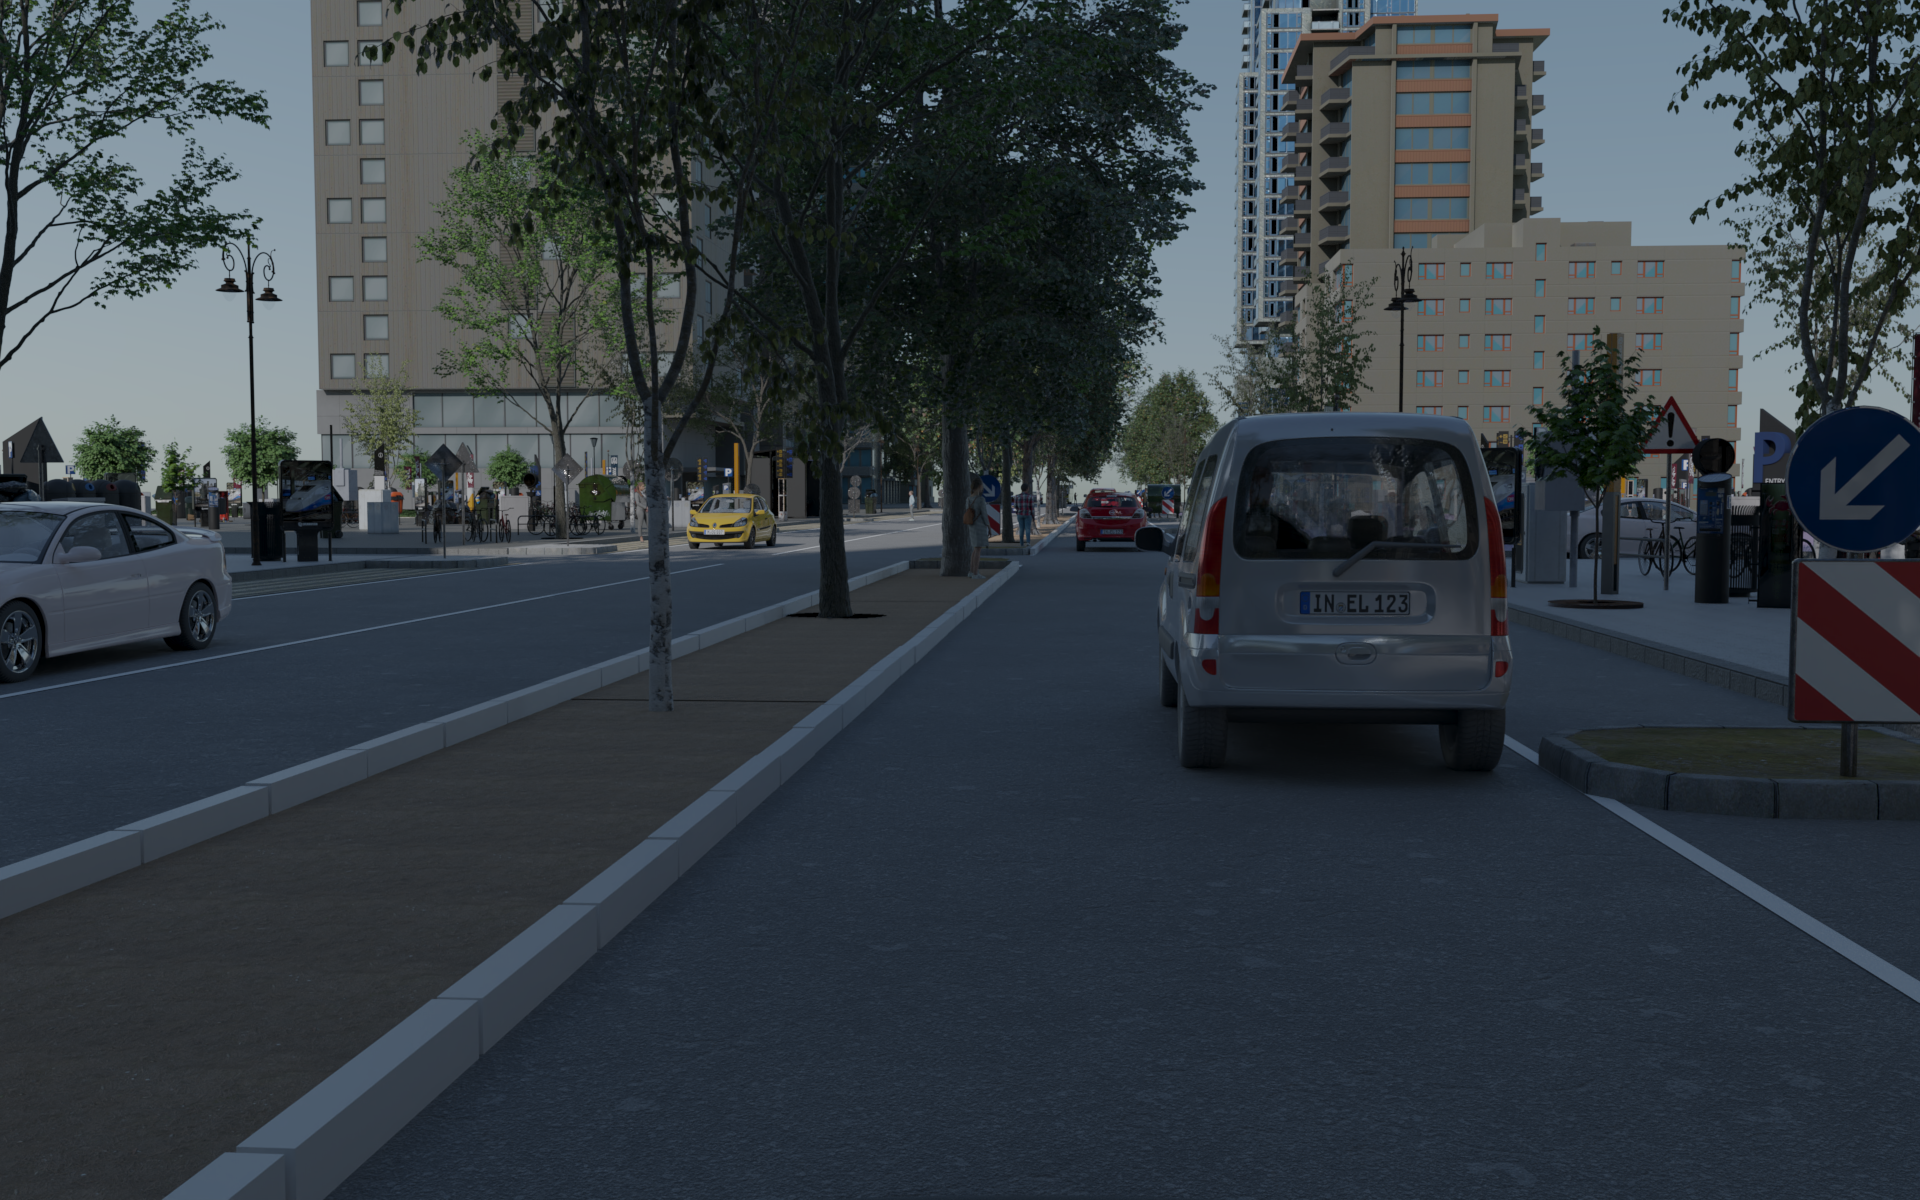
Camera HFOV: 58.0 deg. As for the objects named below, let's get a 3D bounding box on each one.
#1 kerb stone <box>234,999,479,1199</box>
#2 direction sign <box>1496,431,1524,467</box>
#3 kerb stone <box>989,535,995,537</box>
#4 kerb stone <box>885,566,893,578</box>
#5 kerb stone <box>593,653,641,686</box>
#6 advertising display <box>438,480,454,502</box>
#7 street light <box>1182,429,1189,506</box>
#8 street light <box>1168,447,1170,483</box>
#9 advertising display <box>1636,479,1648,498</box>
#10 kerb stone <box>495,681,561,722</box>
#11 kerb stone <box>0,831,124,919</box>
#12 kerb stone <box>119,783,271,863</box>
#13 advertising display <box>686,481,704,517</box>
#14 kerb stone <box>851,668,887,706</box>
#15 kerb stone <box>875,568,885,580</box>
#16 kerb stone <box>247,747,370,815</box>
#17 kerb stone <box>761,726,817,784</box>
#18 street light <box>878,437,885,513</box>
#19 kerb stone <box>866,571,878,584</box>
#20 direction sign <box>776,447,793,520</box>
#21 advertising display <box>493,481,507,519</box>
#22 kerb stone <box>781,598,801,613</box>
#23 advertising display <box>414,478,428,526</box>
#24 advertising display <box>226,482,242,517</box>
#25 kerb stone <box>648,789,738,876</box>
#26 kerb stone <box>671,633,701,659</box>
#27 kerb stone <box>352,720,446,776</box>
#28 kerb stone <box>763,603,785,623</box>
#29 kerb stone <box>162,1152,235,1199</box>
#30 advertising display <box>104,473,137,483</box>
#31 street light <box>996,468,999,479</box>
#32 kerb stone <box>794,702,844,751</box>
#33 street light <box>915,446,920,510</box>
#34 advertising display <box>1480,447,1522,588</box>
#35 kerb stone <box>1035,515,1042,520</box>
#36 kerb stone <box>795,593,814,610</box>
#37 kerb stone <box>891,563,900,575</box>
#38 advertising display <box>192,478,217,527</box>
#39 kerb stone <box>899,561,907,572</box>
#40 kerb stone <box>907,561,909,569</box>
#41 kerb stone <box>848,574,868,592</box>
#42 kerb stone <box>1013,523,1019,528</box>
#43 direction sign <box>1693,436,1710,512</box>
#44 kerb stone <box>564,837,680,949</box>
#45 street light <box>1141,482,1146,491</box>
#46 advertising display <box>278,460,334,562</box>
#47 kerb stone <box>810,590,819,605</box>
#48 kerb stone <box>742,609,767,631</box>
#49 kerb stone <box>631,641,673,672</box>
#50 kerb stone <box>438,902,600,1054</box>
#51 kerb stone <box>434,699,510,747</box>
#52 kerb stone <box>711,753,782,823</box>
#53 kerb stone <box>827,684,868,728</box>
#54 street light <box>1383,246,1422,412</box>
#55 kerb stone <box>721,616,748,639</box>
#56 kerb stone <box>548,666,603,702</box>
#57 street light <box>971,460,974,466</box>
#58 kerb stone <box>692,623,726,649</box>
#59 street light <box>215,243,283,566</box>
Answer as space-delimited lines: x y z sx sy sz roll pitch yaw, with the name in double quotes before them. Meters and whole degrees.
"kerb stone" -1.322 1.119 3.900 0.120 0.150 1.000 0 4 5
"direction sign" 19.781 -4.296 62.235 0.876 3.537 0.379 1 4 12
"kerb stone" 1.168 -2.295 59.808 0.120 0.150 1.000 0 4 5
"kerb stone" -1.312 -0.456 29.657 0.120 0.150 1.000 0 4 5
"kerb stone" -2.660 0.545 13.286 0.120 0.150 1.000 0 4 5
"advertising display" -23.598 -4.545 79.528 0.123 1.923 0.974 1 4 22
"street light" 15.595 -9.012 120.126 0.468 5.910 1.993 0 4 5
"street light" 17.432 -10.480 144.139 0.468 5.910 1.993 0 4 5
"advertising display" 28.827 -4.159 73.208 0.123 1.923 0.974 0 4 1
"kerb stone" -2.824 0.670 11.248 0.120 0.150 1.000 0 4 5
"kerb stone" -3.243 0.992 6.150 0.120 0.150 1.000 0 4 5
"kerb stone" -3.160 0.929 7.168 0.120 0.150 1.000 0 4 5
"advertising display" -13.452 -5.063 87.998 0.974 1.923 0.123 -3 4 -37
"kerb stone" -0.649 0.619 12.083 0.120 0.150 1.000 0 4 5
"kerb stone" -1.398 -0.394 28.639 0.120 0.150 1.000 0 4 5
"kerb stone" -3.073 0.857 8.186 0.120 0.150 1.000 0 4 5
"kerb stone" -0.898 0.810 9.022 0.120 0.150 1.000 0 4 5
"street light" -5.410 -8.946 119.057 0.468 5.910 1.993 0 4 5
"kerb stone" -1.480 -0.332 27.616 0.120 0.150 1.000 0 4 5
"direction sign" -8.552 -5.653 84.418 0.876 3.537 0.379 -2 4 -32
"advertising display" -23.637 -5.122 88.961 0.974 1.923 0.123 3 4 37
"kerb stone" -2.060 0.106 20.455 0.120 0.150 1.000 0 4 5
"advertising display" -21.369 -3.882 68.680 0.123 1.923 0.974 -3 5 -41
"advertising display" -39.876 -5.504 95.200 0.974 1.923 0.123 1 4 20
"kerb stone" -1.068 0.931 6.976 0.120 0.150 1.000 0 4 5
"kerb stone" -2.490 0.428 15.340 0.120 0.150 1.000 0 4 5
"kerb stone" -2.995 0.794 9.208 0.120 0.150 1.000 0 4 5
"kerb stone" -2.149 0.171 19.437 0.120 0.150 1.000 0 4 5
"kerb stone" -1.413 1.182 2.876 0.120 0.150 1.000 0 4 5
"advertising display" -25.444 -2.894 52.530 0.123 1.923 0.974 2 4 34
"street light" 5.422 -16.954 249.992 0.468 5.910 1.993 0 4 5
"kerb stone" -0.820 0.743 10.045 0.120 0.150 1.000 0 4 5
"street light" -3.467 -10.375 142.416 0.468 5.910 1.993 0 4 5
"advertising display" 7.350 -1.154 24.086 0.123 1.923 0.974 -3 4 -37
"kerb stone" 4.617 -4.858 101.706 0.120 0.150 1.000 0 4 5
"kerb stone" -1.989 0.044 21.482 0.120 0.150 1.000 0 4 5
"kerb stone" -1.228 -0.516 30.676 0.120 0.150 1.000 0 4 5
"advertising display" -29.579 -3.831 67.853 0.123 1.923 0.974 3 4 39
"kerb stone" -1.141 -0.580 31.695 0.120 0.150 1.000 0 4 5
"kerb stone" -1.057 -0.643 32.714 0.120 0.150 1.000 0 4 5
"kerb stone" -1.573 -0.269 26.598 0.120 0.150 1.000 0 4 5
"kerb stone" 2.510 -3.291 76.158 0.120 0.150 1.000 0 4 5
"direction sign" 28.707 -4.610 67.362 0.379 3.537 0.876 -3 4 -37
"kerb stone" -1.151 0.997 5.950 0.120 0.150 1.000 0 4 5
"street light" 26.280 -17.012 250.927 0.468 5.910 1.993 0 4 5
"advertising display" -12.390 -1.690 32.845 0.974 1.923 0.123 -3 4 -37
"kerb stone" -1.898 -0.019 22.500 0.120 0.150 1.000 0 4 5
"kerb stone" -2.231 0.231 18.412 0.120 0.150 1.000 0 4 5
"kerb stone" -2.575 0.482 14.319 0.120 0.150 1.000 0 4 5
"kerb stone" -1.237 1.060 4.926 0.120 0.150 1.000 0 4 5
"kerb stone" -2.904 0.732 10.226 0.120 0.150 1.000 0 4 5
"kerb stone" -0.985 0.868 8.003 0.120 0.150 1.000 0 4 5
"kerb stone" -0.732 0.681 11.064 0.120 0.150 1.000 0 4 5
"street light" 8.279 -3.653 32.516 0.468 5.910 1.993 0 4 5
"kerb stone" -2.320 0.295 17.387 0.120 0.150 1.000 0 4 5
"kerb stone" -2.747 0.607 12.268 0.120 0.150 1.000 0 4 5
"street light" 1.457 -14.043 202.386 0.468 5.910 1.993 0 4 5
"kerb stone" -2.399 0.357 16.362 0.120 0.150 1.000 0 4 5
"street light" -12.641 -3.557 30.944 0.468 5.910 1.993 0 4 5
